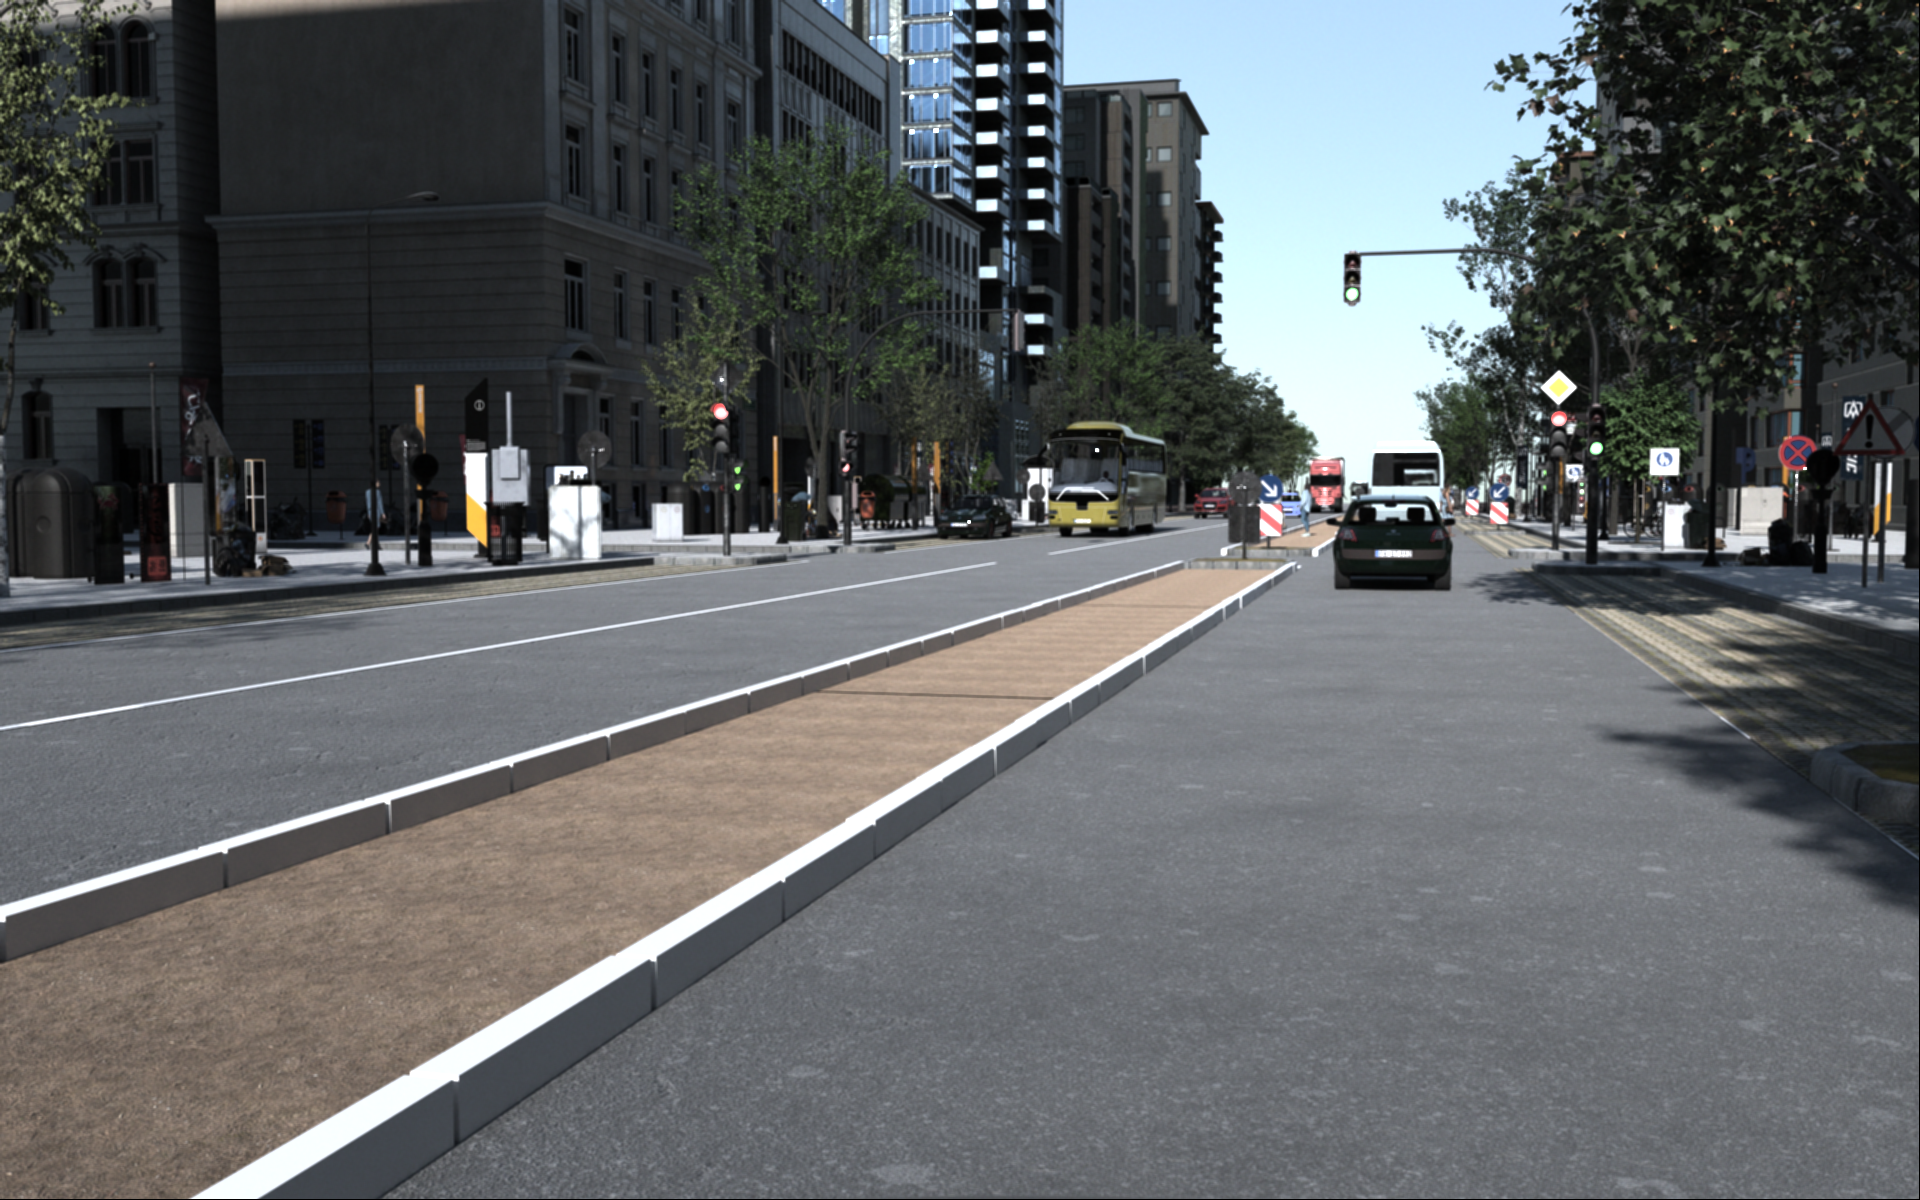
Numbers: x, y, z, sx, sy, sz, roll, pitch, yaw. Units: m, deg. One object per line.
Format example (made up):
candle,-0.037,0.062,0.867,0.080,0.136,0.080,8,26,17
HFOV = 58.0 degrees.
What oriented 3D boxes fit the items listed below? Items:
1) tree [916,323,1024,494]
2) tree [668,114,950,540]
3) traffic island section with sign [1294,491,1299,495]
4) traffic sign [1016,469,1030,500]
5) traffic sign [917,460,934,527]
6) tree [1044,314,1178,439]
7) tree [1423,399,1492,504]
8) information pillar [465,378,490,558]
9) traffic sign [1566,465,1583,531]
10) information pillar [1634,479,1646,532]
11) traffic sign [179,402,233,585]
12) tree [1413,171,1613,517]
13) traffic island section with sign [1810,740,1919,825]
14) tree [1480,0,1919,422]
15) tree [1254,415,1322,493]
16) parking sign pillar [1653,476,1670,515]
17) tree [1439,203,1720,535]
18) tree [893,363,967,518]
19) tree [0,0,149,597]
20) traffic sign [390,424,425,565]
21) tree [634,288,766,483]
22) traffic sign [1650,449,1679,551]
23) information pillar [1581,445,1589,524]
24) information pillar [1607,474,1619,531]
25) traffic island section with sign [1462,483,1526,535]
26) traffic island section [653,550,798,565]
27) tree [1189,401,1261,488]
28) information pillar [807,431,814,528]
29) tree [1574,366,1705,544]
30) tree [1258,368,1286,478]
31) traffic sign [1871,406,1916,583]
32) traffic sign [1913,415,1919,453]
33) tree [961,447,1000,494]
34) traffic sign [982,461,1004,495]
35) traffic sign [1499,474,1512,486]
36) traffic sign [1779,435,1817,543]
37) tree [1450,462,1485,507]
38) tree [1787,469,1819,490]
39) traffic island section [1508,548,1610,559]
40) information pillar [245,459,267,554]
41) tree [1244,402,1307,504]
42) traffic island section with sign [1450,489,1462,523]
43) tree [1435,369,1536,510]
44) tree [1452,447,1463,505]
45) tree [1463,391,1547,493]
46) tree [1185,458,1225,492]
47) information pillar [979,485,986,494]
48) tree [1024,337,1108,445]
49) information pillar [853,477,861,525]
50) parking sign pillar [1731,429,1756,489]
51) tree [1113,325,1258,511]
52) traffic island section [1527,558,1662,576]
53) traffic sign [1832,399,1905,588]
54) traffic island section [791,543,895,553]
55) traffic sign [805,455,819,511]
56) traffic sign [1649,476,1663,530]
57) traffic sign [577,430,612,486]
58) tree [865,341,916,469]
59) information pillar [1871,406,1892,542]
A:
tree,0.373,-7.642,75.311,4.360,8.622,3.978,0,3,0
tree,-4.049,-7.539,49.022,9.928,11.665,9.643,0,3,0
traffic island section with sign,42.616,-12.878,219.190,1.989,1.847,2.006,1,4,14
traffic sign,3.165,-5.333,87.305,0.768,2.556,0.104,1,4,22
traffic sign,-1.434,-4.080,66.712,0.884,2.594,0.081,1,4,20
tree,8.910,-10.764,101.753,9.928,11.665,9.643,0,3,0
tree,65.121,-19.508,225.605,9.857,13.997,8.962,0,3,0
information pillar,-9.721,-2.666,34.943,0.504,3.616,0.183,1,4,13
traffic sign,21.315,-3.547,60.121,0.606,2.300,0.079,1,4,19
information pillar,22.872,-3.289,58.269,0.304,2.012,0.304,2,4,32
traffic sign,-10.622,-1.491,24.384,0.884,2.594,0.081,1,4,16
tree,32.799,-14.860,98.843,12.611,20.169,13.585,0,3,0
traffic island section with sign,5.091,0.044,7.914,1.989,1.847,2.006,1,4,14
tree,9.509,-6.036,15.691,9.611,12.733,9.660,0,3,0
tree,46.032,-19.298,241.278,9.928,11.665,9.643,0,3,0
parking sign pillar,43.111,-7.194,106.098,1.447,3.967,1.447,1,4,9
tree,20.191,-7.292,53.631,8.767,10.594,7.601,3,5,39
tree,-1.493,-8.635,91.552,4.737,8.622,4.395,0,3,0
tree,-12.155,-4.344,21.387,4.737,8.622,4.395,0,3,0
traffic sign,-10.034,-1.915,31.408,0.768,2.556,0.104,1,4,22
tree,-8.905,-6.750,60.728,4.737,8.622,4.395,0,3,0
traffic sign,15.774,-2.245,38.829,0.606,2.300,0.079,1,4,23
information pillar,26.847,-5.076,74.355,0.183,3.616,0.504,-1,4,-21
information pillar,22.522,-3.378,59.722,0.304,2.012,0.304,2,4,27
traffic island section with sign,18.819,-3.200,60.943,1.989,1.847,2.006,1,4,14
traffic island section,-4.860,-0.839,36.004,2.009,0.180,2.903,1,4,14
tree,24.194,-13.774,159.612,7.601,10.594,8.767,-3,5,-43
information pillar,-5.539,-4.486,64.695,0.183,3.616,0.504,1,4,22
tree,17.545,-3.733,44.741,4.285,4.588,4.351,0,3,0
tree,28.088,-16.373,174.359,9.857,13.997,8.962,0,3,0
traffic sign,13.349,-1.525,25.038,0.768,2.556,0.104,1,4,18
traffic sign,14.333,-1.546,25.386,0.768,2.556,0.104,1,4,21
tree,1.147,-4.614,70.034,1.663,3.219,1.824,0,3,0
traffic sign,1.261,-4.096,66.975,0.884,2.594,0.081,1,4,16
traffic sign,34.675,-6.732,110.177,0.768,2.556,0.104,1,4,22
traffic sign,18.095,-2.285,37.472,0.768,2.556,0.104,1,4,15
tree,51.426,-11.706,175.098,4.285,4.588,4.351,0,3,0
tree,32.051,-4.316,65.163,1.663,3.219,1.824,0,3,0
traffic island section,13.592,-1.052,39.483,2.009,0.180,2.903,1,4,14
information pillar,-15.013,-1.985,36.943,0.304,2.012,0.304,3,5,41
tree,37.816,-17.772,208.705,7.486,12.596,7.792,0,3,0
traffic island section with sign,25.598,-4.796,87.035,1.989,1.847,2.006,1,4,14
tree,43.645,-13.258,142.530,9.928,11.665,9.643,0,3,0
tree,61.562,-15.961,211.332,4.360,8.622,3.978,0,3,0
tree,36.931,-10.133,116.039,4.360,8.622,3.978,0,3,0
tree,20.896,-10.027,147.647,4.285,4.588,4.351,0,3,0
information pillar,1.326,-6.017,102.867,0.304,2.012,0.304,-1,4,-23
tree,4.652,-7.971,80.687,4.360,8.622,3.978,0,3,0
information pillar,-4.317,-4.180,72.838,0.304,2.012,0.304,-1,4,-11
parking sign pillar,32.676,-5.123,72.229,1.447,3.967,1.447,-3,4,-38
tree,16.639,-13.676,130.265,9.857,13.997,8.962,0,3,0
traffic island section,11.588,-0.579,31.753,2.009,0.180,2.903,1,4,14
traffic sign,12.417,-1.450,23.709,0.884,2.594,0.081,1,4,21
traffic island section,-2.857,-1.312,43.735,2.009,0.180,2.903,1,4,14
traffic sign,-4.776,-3.477,56.952,0.768,2.556,0.104,1,4,21
traffic sign,24.847,-3.808,62.263,0.884,2.594,0.081,1,4,22
traffic sign,-7.295,-2.104,34.511,0.768,2.556,0.104,1,4,17
tree,-2.521,-8.018,81.459,4.360,8.622,3.978,0,3,0
information pillar,24.511,-3.341,45.988,0.183,3.616,0.504,-1,4,-15
